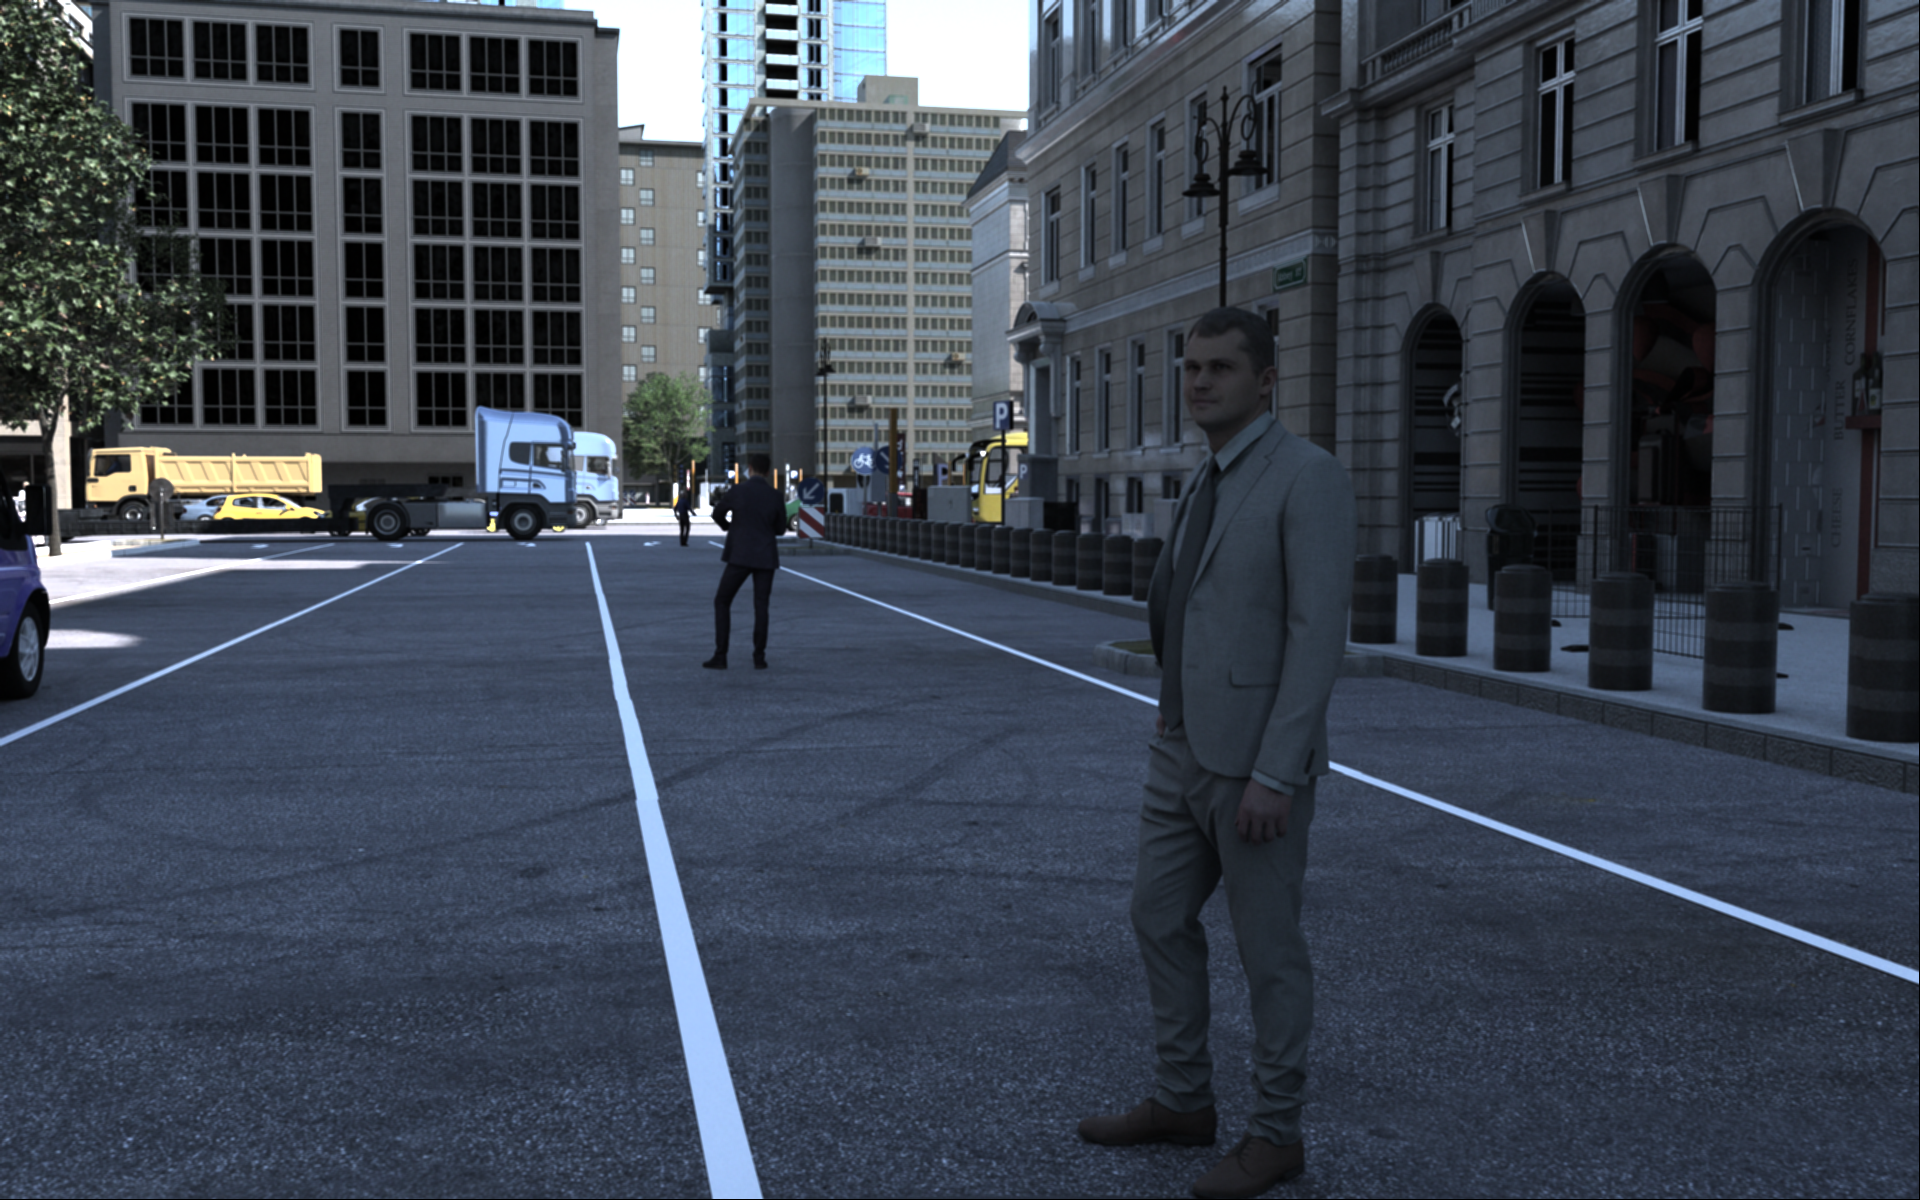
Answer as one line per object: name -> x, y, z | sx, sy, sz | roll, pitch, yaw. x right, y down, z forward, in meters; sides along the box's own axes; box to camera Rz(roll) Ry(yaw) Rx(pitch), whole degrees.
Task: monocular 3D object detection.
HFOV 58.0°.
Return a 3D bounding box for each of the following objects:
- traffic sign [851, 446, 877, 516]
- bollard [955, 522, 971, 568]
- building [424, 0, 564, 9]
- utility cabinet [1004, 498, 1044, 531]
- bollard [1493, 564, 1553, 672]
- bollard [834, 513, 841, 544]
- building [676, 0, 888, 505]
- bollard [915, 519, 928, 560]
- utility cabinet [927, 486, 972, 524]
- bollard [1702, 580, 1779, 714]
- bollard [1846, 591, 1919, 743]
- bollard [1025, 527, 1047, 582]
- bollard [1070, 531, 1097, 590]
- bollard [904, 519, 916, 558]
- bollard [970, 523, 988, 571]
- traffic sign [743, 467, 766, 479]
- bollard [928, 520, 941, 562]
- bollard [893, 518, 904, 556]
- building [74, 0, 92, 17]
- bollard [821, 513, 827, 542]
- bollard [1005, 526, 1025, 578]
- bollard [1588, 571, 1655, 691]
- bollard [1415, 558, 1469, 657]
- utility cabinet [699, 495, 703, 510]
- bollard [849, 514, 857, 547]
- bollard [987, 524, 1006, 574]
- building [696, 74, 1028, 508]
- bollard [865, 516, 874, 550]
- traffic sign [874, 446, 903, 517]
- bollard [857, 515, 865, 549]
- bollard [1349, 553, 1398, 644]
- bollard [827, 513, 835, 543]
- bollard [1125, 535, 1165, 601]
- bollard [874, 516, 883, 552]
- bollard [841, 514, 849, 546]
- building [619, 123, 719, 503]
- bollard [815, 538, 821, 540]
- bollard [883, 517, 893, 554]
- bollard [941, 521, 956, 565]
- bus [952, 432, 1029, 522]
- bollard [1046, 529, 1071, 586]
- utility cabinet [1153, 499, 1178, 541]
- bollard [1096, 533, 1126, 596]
traffic sign -> -2.542, -2.834, 46.450 | 0.768, 2.556, 0.104 | 0, 4, -5
bollard -> 0.194, -0.952, 30.287 | 0.404, 0.777, 0.398 | 0, 3, 0
building -> -66.637, -57.086, 246.021 | 31.000, 86.520, 22.319 | -1, 4, -12
utility cabinet -> 1.099, -1.150, 29.968 | 0.306, 1.237, 1.020 | -1, 4, -23
bollard -> 4.103, 0.128, 12.626 | 0.404, 0.777, 0.398 | 0, 3, 0
bollard -> -2.940, -1.818, 44.448 | 0.404, 0.777, 0.398 | 0, 3, 0
building -> -19.431, -53.647, 189.804 | 22.319, 86.520, 31.000 | -1, 4, -12
bollard -> -0.589, -1.168, 33.816 | 0.404, 0.777, 0.398 | 0, 3, 0
utility cabinet -> -0.285, -2.307, 46.390 | 1.173, 1.500, 0.318 | 2, 4, 24
bollard -> 4.626, 0.272, 10.267 | 0.404, 0.777, 0.398 | 0, 3, 0
bollard -> 4.886, 0.344, 9.093 | 0.404, 0.777, 0.398 | 0, 3, 0
bollard -> 1.237, -0.664, 25.570 | 0.404, 0.777, 0.398 | 0, 3, 0
bollard -> 1.761, -0.519, 23.209 | 0.404, 0.777, 0.398 | 0, 3, 0
bollard -> -0.855, -1.240, 34.998 | 0.404, 0.777, 0.398 | 0, 3, 0
bollard -> 0.454, -0.880, 29.113 | 0.404, 0.777, 0.398 | 0, 3, 0
traffic sign -> -6.051, -2.920, 51.391 | 0.795, 2.450, 0.064 | -1, 4, -12
bollard -> -0.329, -1.096, 32.641 | 0.404, 0.777, 0.398 | 0, 3, 0
bollard -> -1.114, -1.313, 36.187 | 0.404, 0.777, 0.398 | 0, 3, 0
building -> -66.965, -30.056, 141.525 | 14.600, 45.320, 14.200 | -1, 4, -12
bollard -> -3.469, -1.963, 46.807 | 0.404, 0.777, 0.398 | 0, 3, 0
bollard -> 0.978, -0.736, 26.744 | 0.404, 0.777, 0.398 | 0, 3, 0
bollard -> 4.368, 0.200, 11.440 | 0.404, 0.777, 0.398 | 0, 3, 0
bollard -> 3.843, 0.056, 13.803 | 0.404, 0.777, 0.398 | 0, 3, 0
utility cabinet -> -21.182, -8.103, 143.640 | 0.306, 1.237, 1.020 | 3, 5, 42
bollard -> -2.418, -1.674, 42.082 | 0.404, 0.777, 0.398 | 0, 3, 0
bollard -> 0.716, -0.808, 27.929 | 0.404, 0.777, 0.398 | 0, 3, 0
building -> -8.634, -28.927, 164.841 | 32.217, 40.220, 23.993 | -1, 4, -12
bollard -> -1.893, -1.529, 39.717 | 0.404, 0.777, 0.398 | 0, 3, 0
traffic sign -> -1.889, -2.792, 45.748 | 0.768, 2.556, 0.104 | -1, 4, -10
bollard -> -2.150, -1.601, 40.891 | 0.404, 0.777, 0.398 | 0, 3, 0
bollard -> 3.578, -0.016, 14.984 | 0.404, 0.777, 0.398 | 0, 3, 0
bollard -> -3.206, -1.890, 45.621 | 0.404, 0.777, 0.398 | 0, 3, 0
bollard -> 2.277, -0.376, 20.860 | 0.404, 0.777, 0.398 | 0, 3, 0
bollard -> -1.636, -1.457, 38.543 | 0.404, 0.777, 0.398 | 0, 3, 0
bollard -> -2.684, -1.747, 43.273 | 0.404, 0.777, 0.398 | 0, 3, 0
building -> -38.677, -40.784, 256.053 | 27.495, 52.752, 28.713 | -1, 4, -12
bollard -> -3.725, -2.035, 47.987 | 0.404, 0.777, 0.398 | 0, 3, 0
bollard -> -1.376, -1.386, 37.370 | 0.404, 0.777, 0.398 | 0, 3, 0
bollard -> -0.066, -1.024, 31.461 | 0.404, 0.777, 0.398 | 0, 3, 0
bus -> 5.950, -4.784, 69.760 | 12.252, 3.916, 2.896 | -1, 4, -14
bollard -> 1.500, -0.591, 24.387 | 0.404, 0.777, 0.398 | 0, 3, 0
utility cabinet -> 2.821, -0.648, 21.758 | 0.306, 1.237, 1.020 | 3, 4, 38
bollard -> 2.019, -0.448, 22.035 | 0.404, 0.777, 0.398 | 0, 3, 0
